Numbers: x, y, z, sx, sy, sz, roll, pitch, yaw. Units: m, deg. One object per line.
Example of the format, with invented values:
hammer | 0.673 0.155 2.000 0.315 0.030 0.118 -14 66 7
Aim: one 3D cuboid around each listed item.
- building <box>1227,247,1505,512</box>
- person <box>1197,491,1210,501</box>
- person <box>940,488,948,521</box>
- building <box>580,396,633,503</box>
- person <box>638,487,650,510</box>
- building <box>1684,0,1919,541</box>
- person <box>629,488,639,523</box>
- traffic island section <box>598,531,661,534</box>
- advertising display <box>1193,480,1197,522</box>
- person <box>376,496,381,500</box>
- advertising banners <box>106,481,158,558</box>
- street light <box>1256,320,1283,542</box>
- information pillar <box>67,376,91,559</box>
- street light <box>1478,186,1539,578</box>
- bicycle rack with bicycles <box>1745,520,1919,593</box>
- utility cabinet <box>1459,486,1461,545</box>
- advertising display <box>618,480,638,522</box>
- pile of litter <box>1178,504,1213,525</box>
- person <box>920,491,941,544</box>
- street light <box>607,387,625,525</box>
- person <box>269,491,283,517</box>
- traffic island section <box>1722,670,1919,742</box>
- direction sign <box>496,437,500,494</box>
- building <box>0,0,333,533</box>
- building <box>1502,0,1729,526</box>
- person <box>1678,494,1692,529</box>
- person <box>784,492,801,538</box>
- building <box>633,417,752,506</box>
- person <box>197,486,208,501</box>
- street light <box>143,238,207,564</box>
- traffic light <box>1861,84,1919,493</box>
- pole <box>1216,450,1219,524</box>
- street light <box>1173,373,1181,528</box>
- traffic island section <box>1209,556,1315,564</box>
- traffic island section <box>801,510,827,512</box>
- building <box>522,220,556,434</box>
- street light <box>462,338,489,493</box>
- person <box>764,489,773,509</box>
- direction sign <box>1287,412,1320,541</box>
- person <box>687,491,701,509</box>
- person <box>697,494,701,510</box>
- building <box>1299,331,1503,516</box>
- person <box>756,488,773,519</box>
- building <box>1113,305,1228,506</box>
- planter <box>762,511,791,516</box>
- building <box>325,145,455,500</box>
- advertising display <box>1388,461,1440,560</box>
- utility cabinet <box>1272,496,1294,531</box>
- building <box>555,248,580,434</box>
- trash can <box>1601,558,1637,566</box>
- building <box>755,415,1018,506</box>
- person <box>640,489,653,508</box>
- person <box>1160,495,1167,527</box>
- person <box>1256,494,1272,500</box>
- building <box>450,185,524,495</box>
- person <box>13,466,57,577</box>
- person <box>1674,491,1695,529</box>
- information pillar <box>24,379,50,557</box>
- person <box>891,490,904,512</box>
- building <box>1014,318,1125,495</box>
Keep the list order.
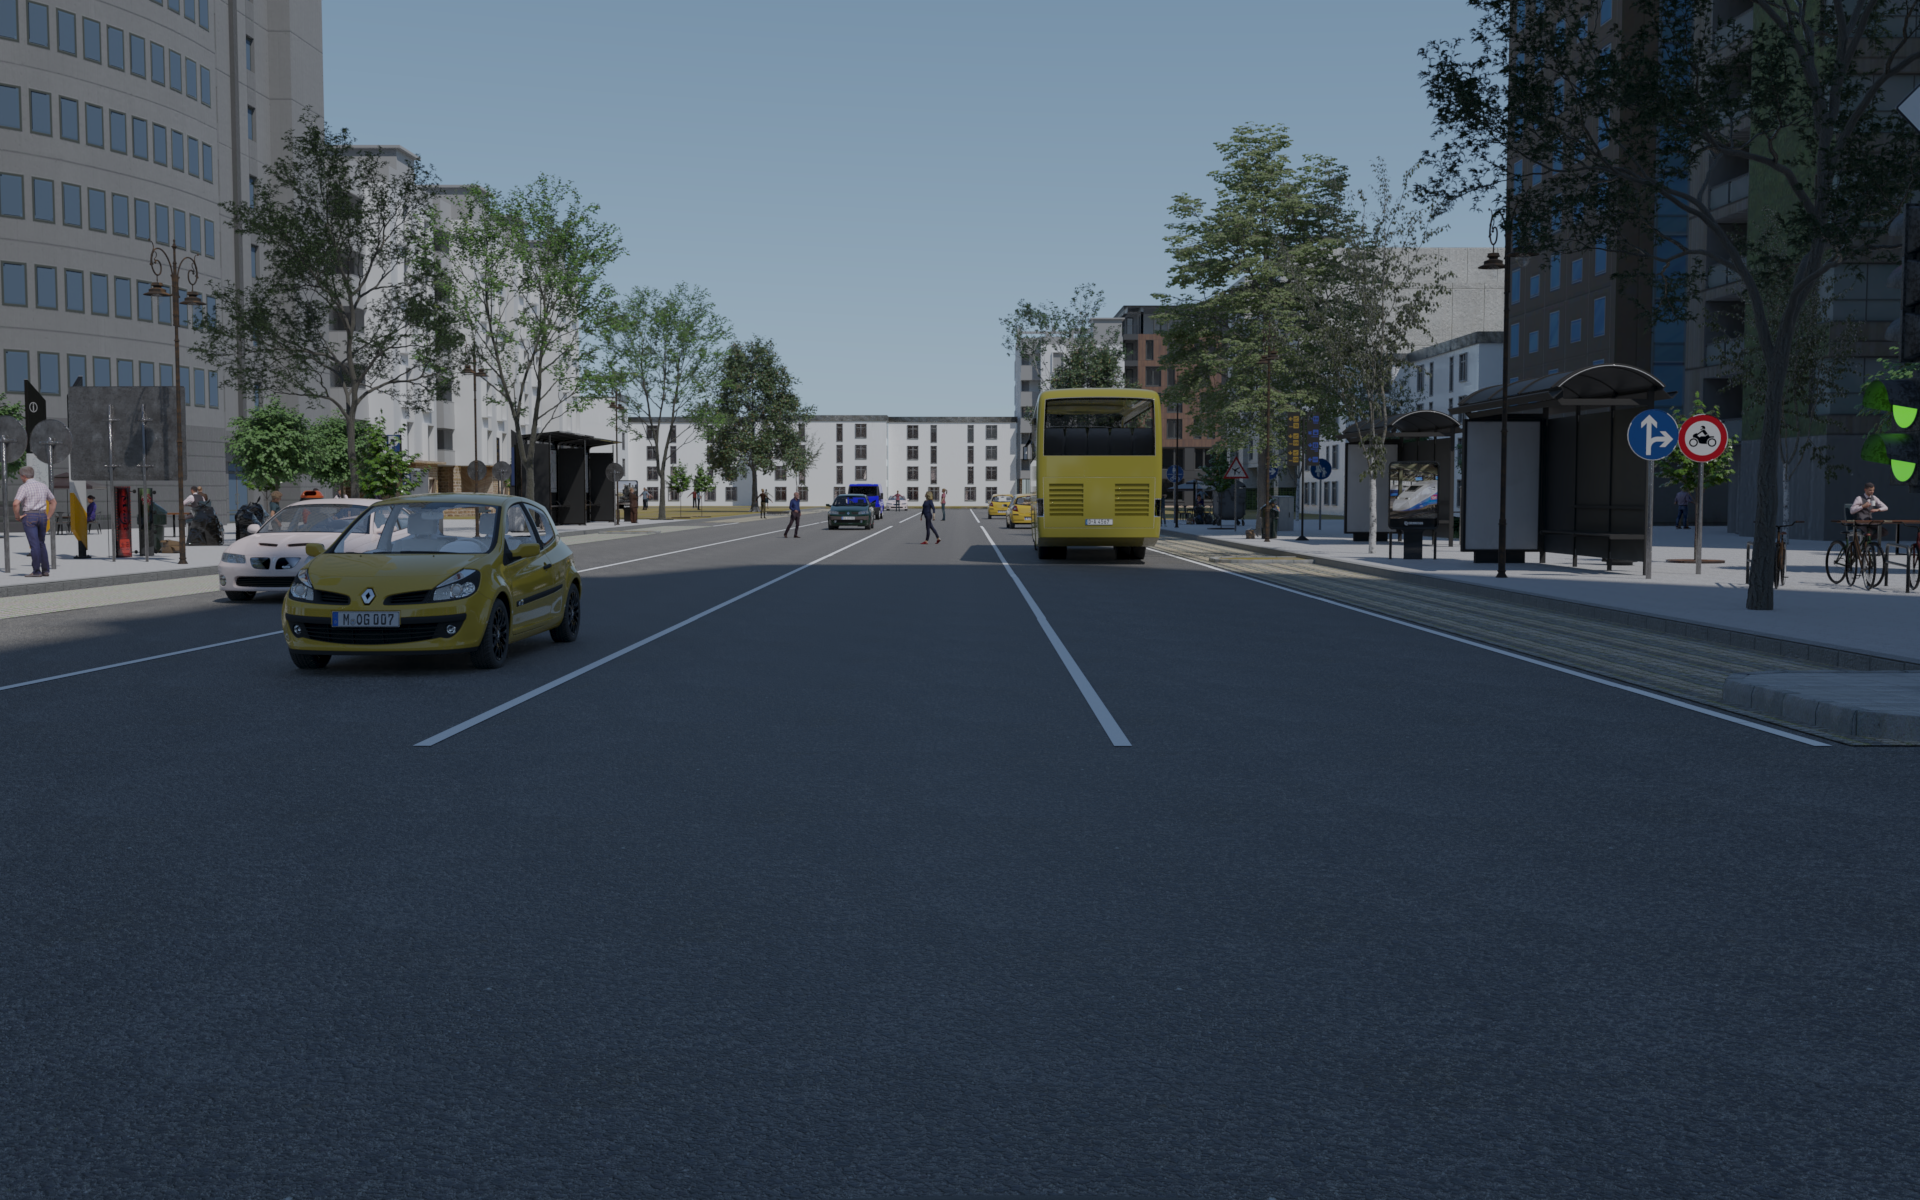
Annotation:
building | 31.323 -16.293 132.845 16.747 18.905 31.486 0 3 0
person | 20.636 -8.660 147.614 1.348 1.826 0.705 0 4 -6
person | -0.965 -5.127 93.040 0.721 1.743 1.217 0 4 2
building | -42.455 -12.391 144.735 28.070 9.664 9.099 0 3 0
person | -25.154 -8.074 138.046 1.348 1.826 0.705 2 4 31
building | 30.598 -22.585 52.865 14.154 41.232 14.086 0 3 0
person | -14.307 -4.136 75.940 0.388 1.546 0.482 -2 4 -34
traffic island section | -11.927 -2.444 62.832 1.991 0.108 1.994 0 3 0
advertising display | 10.770 -4.532 79.315 0.123 1.923 0.974 1 4 12
person | -19.896 -3.207 58.920 0.683 1.767 0.568 1 4 15
advertising banners | -16.899 -2.372 34.965 0.090 3.025 2.074 1 4 9
street light | 8.233 -4.494 46.259 0.468 5.910 1.993 0 3 0
information pillar | -17.432 -2.621 34.214 0.183 3.616 0.504 0 4 1
street light | 8.313 -3.279 26.406 0.468 5.910 1.993 0 3 0
bicycle rack with bicycles | 11.934 -0.628 23.649 2.852 0.926 2.925 1 4 21
utility cabinet | 12.985 -2.095 42.937 0.318 1.500 1.173 -3 5 -43
advertising display | -15.301 -4.560 79.774 0.974 1.923 0.123 1 4 8
pile of litter | 10.034 -3.612 73.020 1.719 0.858 1.176 1 4 15
person | -0.845 -2.353 49.514 0.480 1.512 0.613 3 5 45
street light | -14.181 -6.043 71.592 0.468 5.910 1.993 0 3 0
person | -14.313 -1.615 36.360 0.340 1.345 0.435 -2 4 -29
traffic island section | 6.268 0.684 11.106 2.009 0.180 2.903 0 3 0
direction sign | -18.512 -4.740 69.493 0.379 3.537 0.876 -1 4 -8
building | -40.522 -32.122 67.195 21.231 58.520 28.212 0 3 0
building | 32.867 -25.977 74.840 14.600 45.320 14.200 0 3 0
person | 26.719 -3.410 63.858 0.516 1.574 0.319 -1 4 -8
person | -5.398 -2.769 56.473 0.574 1.496 0.600 -2 4 -25
building | -36.118 -15.096 188.970 28.070 9.664 9.099 0 3 0
person | -26.534 -3.195 60.551 0.482 1.546 0.388 0 4 -8
street light | -14.247 -3.595 31.574 0.468 5.910 1.993 0 3 0
traffic light | 6.228 -1.350 10.992 0.839 4.253 0.868 0 3 0
pole | 11.084 -4.920 74.291 0.158 3.312 0.155 0 3 0
street light | 8.280 -5.701 66.000 0.468 5.910 1.993 0 3 0
traffic island section | 6.272 -0.827 36.389 1.991 0.108 1.994 0 3 0
traffic island section | -11.887 -7.219 140.901 1.991 0.108 1.994 0 3 0
building | -36.556 -15.842 115.440 16.016 20.091 11.380 0 3 0
street light | -14.348 -4.803 51.315 0.468 5.910 1.993 0 3 0
person | -16.996 -8.890 152.190 1.217 1.735 0.721 0 4 7
direction sign | 9.456 -3.410 47.758 0.876 3.537 0.379 0 4 2
person | -23.586 -9.046 153.904 1.348 1.831 0.705 0 4 6
person | -20.924 -8.128 138.917 0.705 1.826 1.348 -1 4 -13
building | 27.425 -9.862 103.388 9.099 9.664 28.070 0 3 0
person | -11.398 -5.604 100.647 1.217 1.766 0.721 2 4 30
building | 33.980 -21.656 198.055 32.646 21.610 27.936 0 3 0
planter | -11.907 -5.656 113.612 1.991 0.319 1.994 0 3 0
building | -36.840 -14.411 92.046 16.016 20.091 11.380 0 3 0
advertising display | 8.893 -1.758 33.963 0.974 1.923 0.123 1 4 12
utility cabinet | 11.280 -3.015 60.461 0.306 1.237 1.020 3 5 42
building | -36.392 -16.548 126.982 16.016 20.091 11.380 0 3 0
trash can | 11.905 -1.197 31.229 0.748 1.137 0.748 0 3 0
building | -7.806 -15.057 188.325 28.070 9.664 9.099 0 3 0
person | -28.162 -9.101 155.552 1.217 1.736 0.721 -2 4 -26
person | 7.990 -3.576 68.421 0.435 1.345 0.340 1 4 12
person | 18.698 -6.080 106.164 1.217 1.736 0.721 -1 4 -20
building | -35.939 -15.148 104.082 16.016 20.091 11.380 0 3 0
person | -14.316 -1.206 26.701 0.436 1.711 0.756 2 4 29
person | 26.311 -3.363 62.982 0.435 1.587 0.963 -3 4 -38
information pillar | -18.983 -2.707 35.619 0.183 3.616 0.504 1 4 16
person | -5.107 -8.133 142.189 1.217 1.743 0.721 0 4 0
building | 11.921 -20.539 192.230 11.380 20.091 16.016 0 3 0
